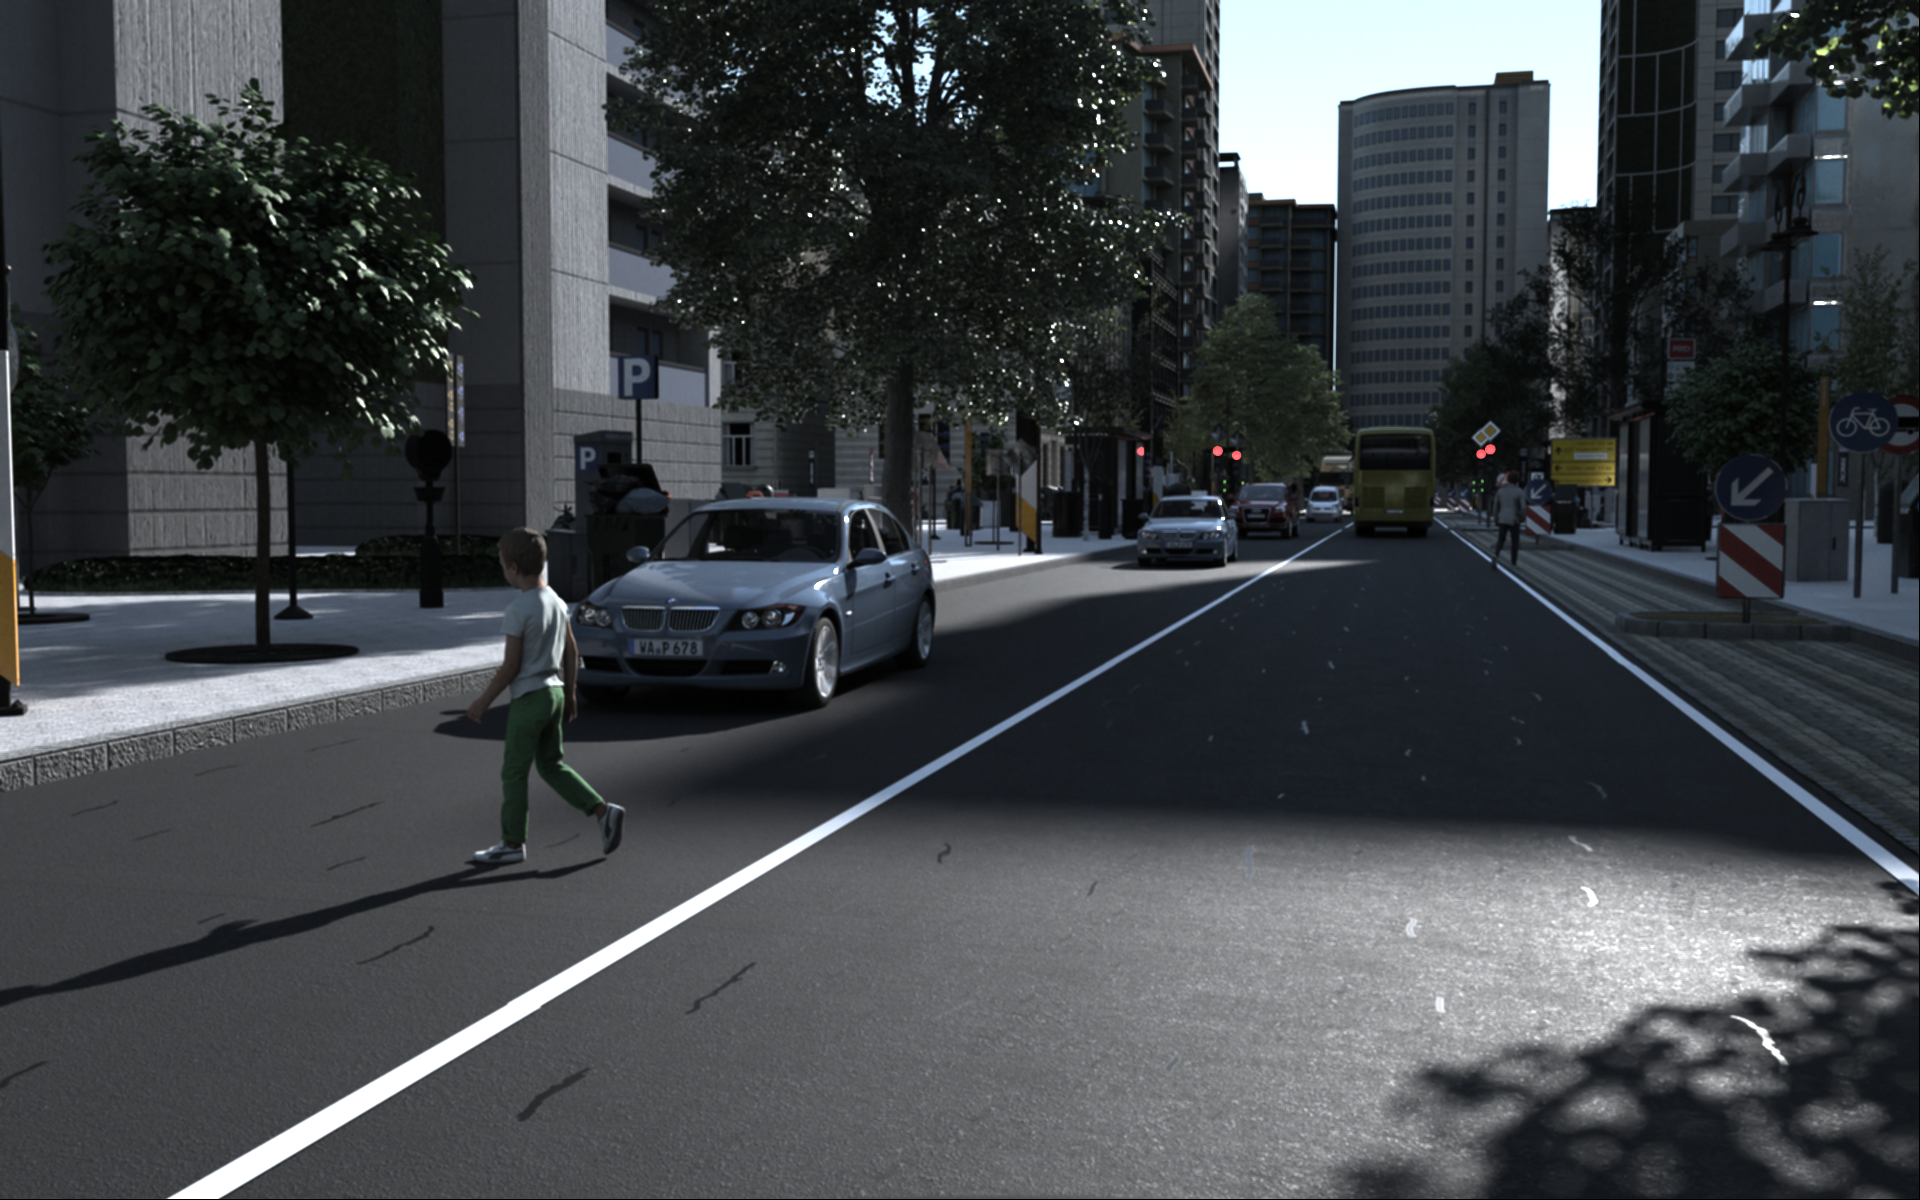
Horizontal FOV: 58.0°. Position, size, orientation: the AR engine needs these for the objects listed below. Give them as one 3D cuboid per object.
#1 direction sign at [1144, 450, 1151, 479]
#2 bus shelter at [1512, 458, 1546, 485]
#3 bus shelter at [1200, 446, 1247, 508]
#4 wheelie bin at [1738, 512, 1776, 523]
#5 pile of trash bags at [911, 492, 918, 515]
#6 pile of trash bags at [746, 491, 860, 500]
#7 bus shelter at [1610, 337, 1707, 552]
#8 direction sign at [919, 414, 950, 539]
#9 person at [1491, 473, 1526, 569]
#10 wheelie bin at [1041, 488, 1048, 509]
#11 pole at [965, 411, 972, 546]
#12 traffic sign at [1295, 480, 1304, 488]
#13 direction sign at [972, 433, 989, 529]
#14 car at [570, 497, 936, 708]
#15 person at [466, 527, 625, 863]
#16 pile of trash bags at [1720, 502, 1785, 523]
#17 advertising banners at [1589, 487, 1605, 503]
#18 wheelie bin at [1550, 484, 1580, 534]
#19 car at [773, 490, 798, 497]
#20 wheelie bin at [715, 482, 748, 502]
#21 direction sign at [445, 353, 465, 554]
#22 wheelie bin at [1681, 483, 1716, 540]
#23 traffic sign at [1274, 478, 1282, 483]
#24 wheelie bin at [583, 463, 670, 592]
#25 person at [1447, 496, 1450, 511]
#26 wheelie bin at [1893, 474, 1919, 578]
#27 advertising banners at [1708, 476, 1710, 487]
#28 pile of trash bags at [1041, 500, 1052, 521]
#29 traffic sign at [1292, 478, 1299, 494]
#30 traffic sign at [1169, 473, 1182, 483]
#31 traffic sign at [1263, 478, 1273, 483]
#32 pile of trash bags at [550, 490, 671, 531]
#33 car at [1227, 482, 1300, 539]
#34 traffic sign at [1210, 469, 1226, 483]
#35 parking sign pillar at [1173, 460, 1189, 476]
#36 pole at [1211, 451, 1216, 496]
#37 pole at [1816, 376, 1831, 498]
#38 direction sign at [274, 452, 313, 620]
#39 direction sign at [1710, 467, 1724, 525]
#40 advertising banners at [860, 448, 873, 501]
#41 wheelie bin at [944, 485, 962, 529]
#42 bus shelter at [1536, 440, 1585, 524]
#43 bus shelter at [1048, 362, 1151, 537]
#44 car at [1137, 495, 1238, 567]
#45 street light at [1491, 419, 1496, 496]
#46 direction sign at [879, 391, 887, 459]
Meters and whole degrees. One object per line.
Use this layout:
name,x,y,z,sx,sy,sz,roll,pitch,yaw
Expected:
direction sign,9.469,-5.984,89.829,0.876,3.537,0.379,2,4,27
bus shelter,32.659,-6.410,98.728,2.014,3.302,5.546,1,4,14
bus shelter,13.294,-5.860,87.097,1.731,3.624,6.357,1,4,14
wheelie bin,17.072,-1.789,37.161,0.980,1.594,0.693,-3,5,-42
pile of trash bags,-2.940,-3.661,69.612,3.447,1.369,1.912,3,4,36
pile of trash bags,-4.956,-2.656,53.176,3.447,1.369,1.912,-2,4,-25
bus shelter,17.188,-3.955,42.288,2.179,5.291,8.768,1,4,14
direction sign,-0.729,-3.487,49.004,0.876,3.537,0.379,0,4,0
person,10.497,-1.516,33.139,0.661,1.843,0.795,3,5,41
wheelie bin,3.912,-4.714,84.988,0.693,1.594,0.980,-2,4,-23
pole,0.201,-2.967,42.360,0.158,3.312,0.155,0,3,0
traffic sign,27.291,-8.454,139.410,0.795,2.450,0.064,1,4,18
direction sign,0.665,-4.393,63.820,0.876,3.537,0.379,-1,4,-23
car,-1.400,-0.076,13.247,2.014,1.417,4.499,1,4,13
person,-1.611,0.368,6.739,0.590,1.304,0.306,0,4,0
pile of trash bags,28.500,-3.127,60.882,3.447,1.369,1.912,1,4,13
advertising banners,37.940,-6.423,101.210,2.074,3.025,0.090,2,4,26
wheelie bin,19.462,-2.922,55.688,0.980,1.594,0.693,2,4,32
car,-9.147,-4.276,78.946,4.494,1.783,2.155,1,4,13
wheelie bin,-6.239,-2.397,47.102,0.980,1.594,0.693,-3,5,-42
direction sign,-8.213,-2.216,28.222,0.379,3.537,0.876,0,4,1
wheelie bin,20.457,-2.446,47.895,0.980,1.594,0.693,-2,4,-31
traffic sign,25.340,-8.414,137.671,0.768,2.556,0.104,2,4,23
wheelie bin,-3.426,-0.609,17.871,0.980,1.594,0.693,1,4,22
person,41.916,-8.540,148.816,0.721,1.739,1.217,1,4,11
wheelie bin,14.782,-1.142,26.586,0.693,1.594,0.980,0,4,7
advertising banners,60.008,-8.649,137.606,2.074,3.025,0.090,0,4,-3
pile of trash bags,2.907,-4.410,81.852,3.447,1.369,1.912,-2,4,-28
traffic sign,27.387,-8.614,140.940,0.768,2.556,0.104,1,4,22
traffic sign,10.256,-4.921,82.581,0.606,2.300,0.079,1,4,22
traffic sign,24.786,-8.524,139.474,0.768,2.556,0.104,1,4,16
pile of trash bags,-7.767,-1.825,39.598,1.912,1.369,3.447,2,4,28
car,10.020,-2.957,57.027,2.281,1.827,5.304,1,4,15
traffic sign,11.963,-4.907,80.337,0.768,2.556,0.104,1,4,21
parking sign pillar,15.175,-8.058,120.220,1.447,3.967,1.447,1,4,21
pole,12.096,-5.426,82.550,0.158,3.312,0.155,0,3,0
pole,14.964,-2.214,30.044,0.158,3.312,0.155,0,3,0
direction sign,-6.872,-1.575,17.754,0.379,3.537,0.876,1,4,10
direction sign,32.090,-4.942,72.804,0.876,3.537,0.379,3,4,39
advertising banners,-3.485,-4.212,65.059,0.090,3.025,2.074,1,4,11
wheelie bin,-0.144,-3.373,63.061,0.693,1.594,0.980,-3,5,-40
bus shelter,26.890,-5.277,77.555,1.731,3.624,6.357,1,4,14
bus shelter,4.383,-4.743,55.187,2.179,5.291,8.768,1,4,14
car,4.748,-1.452,35.743,2.014,1.417,4.499,1,4,13
street light,32.339,-8.099,105.200,0.468,5.910,1.993,1,4,14
direction sign,-1.481,-2.806,37.868,0.379,3.537,0.876,-3,5,-42
